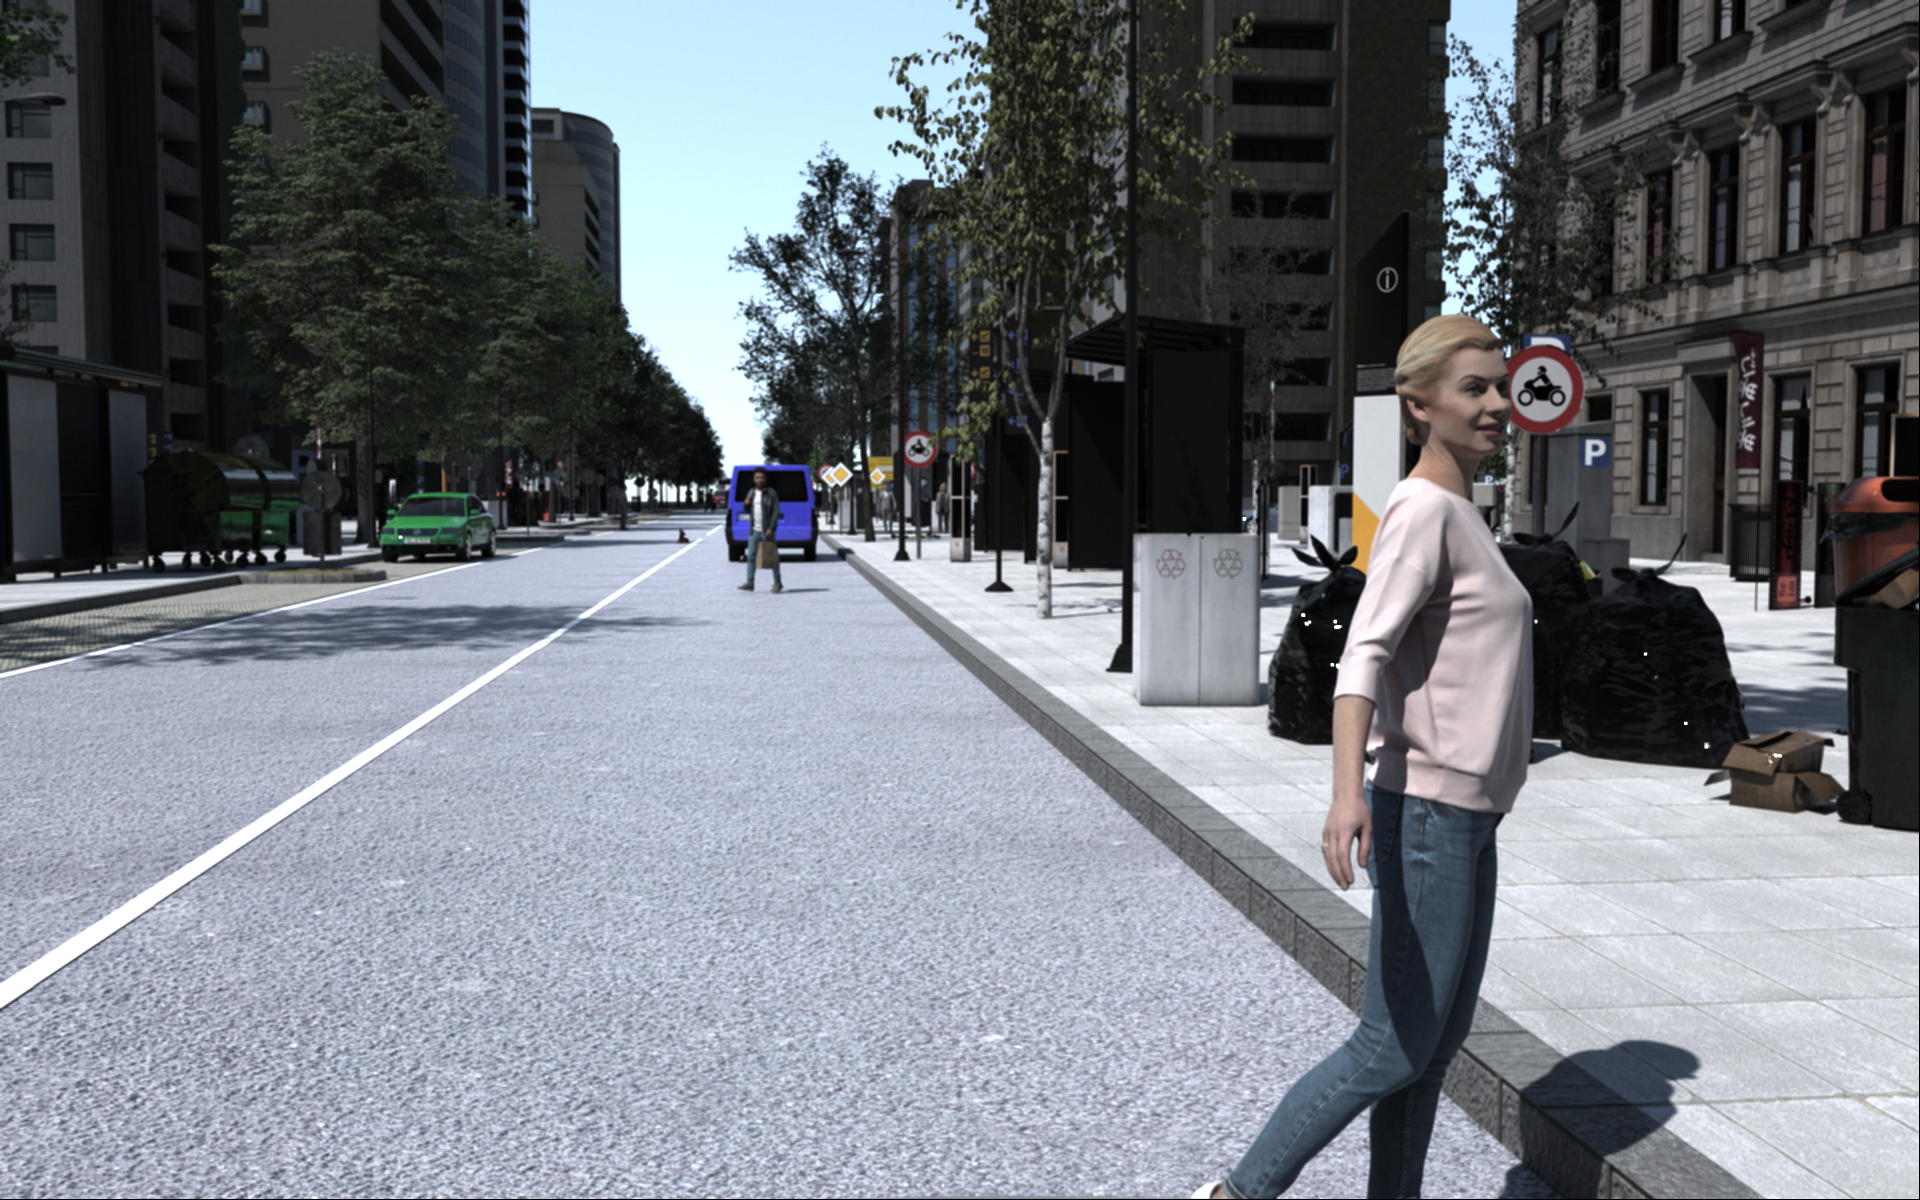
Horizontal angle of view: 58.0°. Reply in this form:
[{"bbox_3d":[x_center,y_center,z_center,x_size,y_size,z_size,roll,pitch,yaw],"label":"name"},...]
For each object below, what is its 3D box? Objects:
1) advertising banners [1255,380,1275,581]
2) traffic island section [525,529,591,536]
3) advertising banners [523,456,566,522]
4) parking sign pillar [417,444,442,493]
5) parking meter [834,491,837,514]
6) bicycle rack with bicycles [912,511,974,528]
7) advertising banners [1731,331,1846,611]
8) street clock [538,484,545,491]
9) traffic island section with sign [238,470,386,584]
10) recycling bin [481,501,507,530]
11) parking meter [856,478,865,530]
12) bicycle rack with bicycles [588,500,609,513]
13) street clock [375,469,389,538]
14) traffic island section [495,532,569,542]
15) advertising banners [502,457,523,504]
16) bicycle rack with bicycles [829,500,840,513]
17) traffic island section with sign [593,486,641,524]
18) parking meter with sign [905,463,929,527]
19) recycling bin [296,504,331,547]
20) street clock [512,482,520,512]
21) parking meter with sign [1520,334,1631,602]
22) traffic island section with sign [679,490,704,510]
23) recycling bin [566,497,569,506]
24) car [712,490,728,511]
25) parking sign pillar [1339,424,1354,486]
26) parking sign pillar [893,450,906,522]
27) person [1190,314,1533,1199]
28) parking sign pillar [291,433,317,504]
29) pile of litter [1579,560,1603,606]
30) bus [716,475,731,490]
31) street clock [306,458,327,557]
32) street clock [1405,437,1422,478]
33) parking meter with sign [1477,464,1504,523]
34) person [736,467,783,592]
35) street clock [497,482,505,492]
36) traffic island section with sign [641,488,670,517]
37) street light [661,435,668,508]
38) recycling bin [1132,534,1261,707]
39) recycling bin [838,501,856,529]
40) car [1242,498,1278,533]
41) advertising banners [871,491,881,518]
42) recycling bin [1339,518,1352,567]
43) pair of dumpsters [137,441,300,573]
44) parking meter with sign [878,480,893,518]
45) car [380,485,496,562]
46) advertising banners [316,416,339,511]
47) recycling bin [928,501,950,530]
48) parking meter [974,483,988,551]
[{"bbox_3d":[4.614,-1.829,26.091,0.090,3.025,2.074,1,4,16],"label":"advertising banners"},{"bbox_3d":[-14.091,-2.361,60.883,2.009,0.180,2.903,0,4,-6],"label":"traffic island section"},{"bbox_3d":[-19.263,-5.164,80.612,2.074,3.025,0.090,1,4,15],"label":"advertising banners"},{"bbox_3d":[-29.237,-6.591,96.242,1.447,3.967,1.447,1,4,10],"label":"parking sign pillar"},{"bbox_3d":[-8.022,-6.231,110.287,0.372,1.533,0.369,0,3,0],"label":"parking meter"},{"bbox_3d":[-0.221,-3.224,66.101,2.925,0.926,2.852,0,4,8],"label":"bicycle rack with bicycles"},{"bbox_3d":[9.168,-1.403,19.124,2.074,3.025,0.090,-2,4,-28],"label":"advertising banners"},{"bbox_3d":[-29.149,-7.104,120.716,0.471,2.002,0.358,-2,4,-33],"label":"street clock"},{"bbox_3d":[-10.545,-1.209,28.390,1.989,1.847,2.006,0,4,-6],"label":"traffic island section with sign"},{"bbox_3d":[-16.846,-3.057,62.544,0.722,1.027,0.722,3,5,43],"label":"recycling bin"},{"bbox_3d":[-3.532,-3.474,62.508,0.399,1.863,0.255,2,4,26],"label":"parking meter"},{"bbox_3d":[-23.685,-6.202,114.782,2.852,0.926,2.925,1,4,10],"label":"bicycle rack with bicycles"},{"bbox_3d":[-16.767,-2.794,50.246,0.471,2.002,0.358,3,5,39],"label":"street clock"},{"bbox_3d":[-13.220,-1.876,52.945,2.009,0.180,2.903,0,4,-6],"label":"traffic island section"},{"bbox_3d":[-20.557,-5.238,81.834,2.074,3.025,0.090,-1,4,-20],"label":"advertising banners"},{"bbox_3d":[-7.344,-6.293,116.266,2.852,0.926,2.925,2,4,28],"label":"bicycle rack with bicycles"},{"bbox_3d":[-16.570,-4.574,83.407,1.989,1.847,2.006,0,4,-6],"label":"traffic island section with sign"},{"bbox_3d":[-1.582,-4.437,68.812,0.543,3.016,1.738,-2,4,-25],"label":"parking meter with sign"},{"bbox_3d":[-15.863,-1.835,42.554,0.722,1.027,0.722,-1,4,-9],"label":"recycling bin"},{"bbox_3d":[-25.907,-5.900,101.040,0.358,2.002,0.471,2,4,26],"label":"street clock"},{"bbox_3d":[6.476,-1.339,18.156,0.543,3.016,1.738,0,4,-6],"label":"parking meter with sign"},{"bbox_3d":[-24.990,-9.266,160.123,1.989,1.847,2.006,0,4,-6],"label":"traffic island section with sign"},{"bbox_3d":[-30.282,-7.328,132.374,0.722,1.027,0.722,-1,4,-23],"label":"recycling bin"},{"bbox_3d":[-20.544,-8.680,150.593,2.281,1.827,5.304,0,4,-6],"label":"car"},{"bbox_3d":[11.389,-3.710,49.130,1.447,3.967,1.447,-2,4,-31],"label":"parking sign pillar"},{"bbox_3d":[-2.358,-5.521,78.745,1.447,3.967,1.447,1,4,20],"label":"parking sign pillar"},{"bbox_3d":[0.682,0.378,2.985,0.598,1.740,0.731,1,4,13],"label":"person"},{"bbox_3d":[-28.697,-5.363,76.149,1.447,3.967,1.447,0,4,-7],"label":"parking sign pillar"},{"bbox_3d":[4.360,0.089,12.507,1.719,0.858,1.176,2,4,33],"label":"pile of litter"},{"bbox_3d":[-25.610,-12.211,194.516,2.948,3.499,13.247,0,4,-5],"label":"bus"},{"bbox_3d":[-13.091,-1.878,35.273,0.471,2.002,0.358,3,5,41],"label":"street clock"},{"bbox_3d":[4.506,-0.769,17.142,0.471,2.002,0.358,-3,5,-41],"label":"street clock"},{"bbox_3d":[16.306,-3.517,53.767,0.543,3.016,1.738,0,4,3],"label":"parking meter with sign"},{"bbox_3d":[-2.831,-1.010,24.994,0.794,1.824,0.713,3,5,44],"label":"person"},{"bbox_3d":[-27.069,-5.971,102.189,0.358,2.002,0.471,2,4,33],"label":"street clock"},{"bbox_3d":[-19.542,-6.227,110.446,1.989,1.847,2.006,0,4,-6],"label":"traffic island section with sign"},{"bbox_3d":[-23.978,-10.033,136.573,1.470,5.913,1.316,0,4,-6],"label":"street light"},{"bbox_3d":[1.460,0.109,10.772,0.722,1.027,0.722,0,4,1],"label":"recycling bin"},{"bbox_3d":[-4.116,-3.162,64.246,0.722,1.027,0.722,-1,4,-12],"label":"recycling bin"},{"bbox_3d":[11.428,-2.949,60.225,4.499,1.417,2.014,0,4,-8],"label":"car"},{"bbox_3d":[-3.803,-6.164,96.962,2.074,3.025,0.090,-1,4,-17],"label":"advertising banners"},{"bbox_3d":[4.338,-0.324,17.859,0.722,1.027,0.722,0,4,-1],"label":"recycling bin"},{"bbox_3d":[-12.898,-1.699,30.274,1.574,2.255,4.437,0,4,-6],"label":"pair of dumpsters"},{"bbox_3d":[-3.746,-5.836,91.674,0.543,3.016,1.738,-3,4,-38],"label":"parking meter with sign"},{"bbox_3d":[-11.288,-1.763,37.623,1.959,1.807,4.718,0,4,-5],"label":"car"},{"bbox_3d":[-14.001,-2.576,38.306,0.090,3.025,2.074,-2,4,-31],"label":"advertising banners"},{"bbox_3d":[-0.688,-3.047,62.372,0.722,1.027,0.722,1,4,22],"label":"recycling bin"},{"bbox_3d":[0.499,-1.880,39.157,0.372,1.533,0.369,0,3,0],"label":"parking meter"}]
